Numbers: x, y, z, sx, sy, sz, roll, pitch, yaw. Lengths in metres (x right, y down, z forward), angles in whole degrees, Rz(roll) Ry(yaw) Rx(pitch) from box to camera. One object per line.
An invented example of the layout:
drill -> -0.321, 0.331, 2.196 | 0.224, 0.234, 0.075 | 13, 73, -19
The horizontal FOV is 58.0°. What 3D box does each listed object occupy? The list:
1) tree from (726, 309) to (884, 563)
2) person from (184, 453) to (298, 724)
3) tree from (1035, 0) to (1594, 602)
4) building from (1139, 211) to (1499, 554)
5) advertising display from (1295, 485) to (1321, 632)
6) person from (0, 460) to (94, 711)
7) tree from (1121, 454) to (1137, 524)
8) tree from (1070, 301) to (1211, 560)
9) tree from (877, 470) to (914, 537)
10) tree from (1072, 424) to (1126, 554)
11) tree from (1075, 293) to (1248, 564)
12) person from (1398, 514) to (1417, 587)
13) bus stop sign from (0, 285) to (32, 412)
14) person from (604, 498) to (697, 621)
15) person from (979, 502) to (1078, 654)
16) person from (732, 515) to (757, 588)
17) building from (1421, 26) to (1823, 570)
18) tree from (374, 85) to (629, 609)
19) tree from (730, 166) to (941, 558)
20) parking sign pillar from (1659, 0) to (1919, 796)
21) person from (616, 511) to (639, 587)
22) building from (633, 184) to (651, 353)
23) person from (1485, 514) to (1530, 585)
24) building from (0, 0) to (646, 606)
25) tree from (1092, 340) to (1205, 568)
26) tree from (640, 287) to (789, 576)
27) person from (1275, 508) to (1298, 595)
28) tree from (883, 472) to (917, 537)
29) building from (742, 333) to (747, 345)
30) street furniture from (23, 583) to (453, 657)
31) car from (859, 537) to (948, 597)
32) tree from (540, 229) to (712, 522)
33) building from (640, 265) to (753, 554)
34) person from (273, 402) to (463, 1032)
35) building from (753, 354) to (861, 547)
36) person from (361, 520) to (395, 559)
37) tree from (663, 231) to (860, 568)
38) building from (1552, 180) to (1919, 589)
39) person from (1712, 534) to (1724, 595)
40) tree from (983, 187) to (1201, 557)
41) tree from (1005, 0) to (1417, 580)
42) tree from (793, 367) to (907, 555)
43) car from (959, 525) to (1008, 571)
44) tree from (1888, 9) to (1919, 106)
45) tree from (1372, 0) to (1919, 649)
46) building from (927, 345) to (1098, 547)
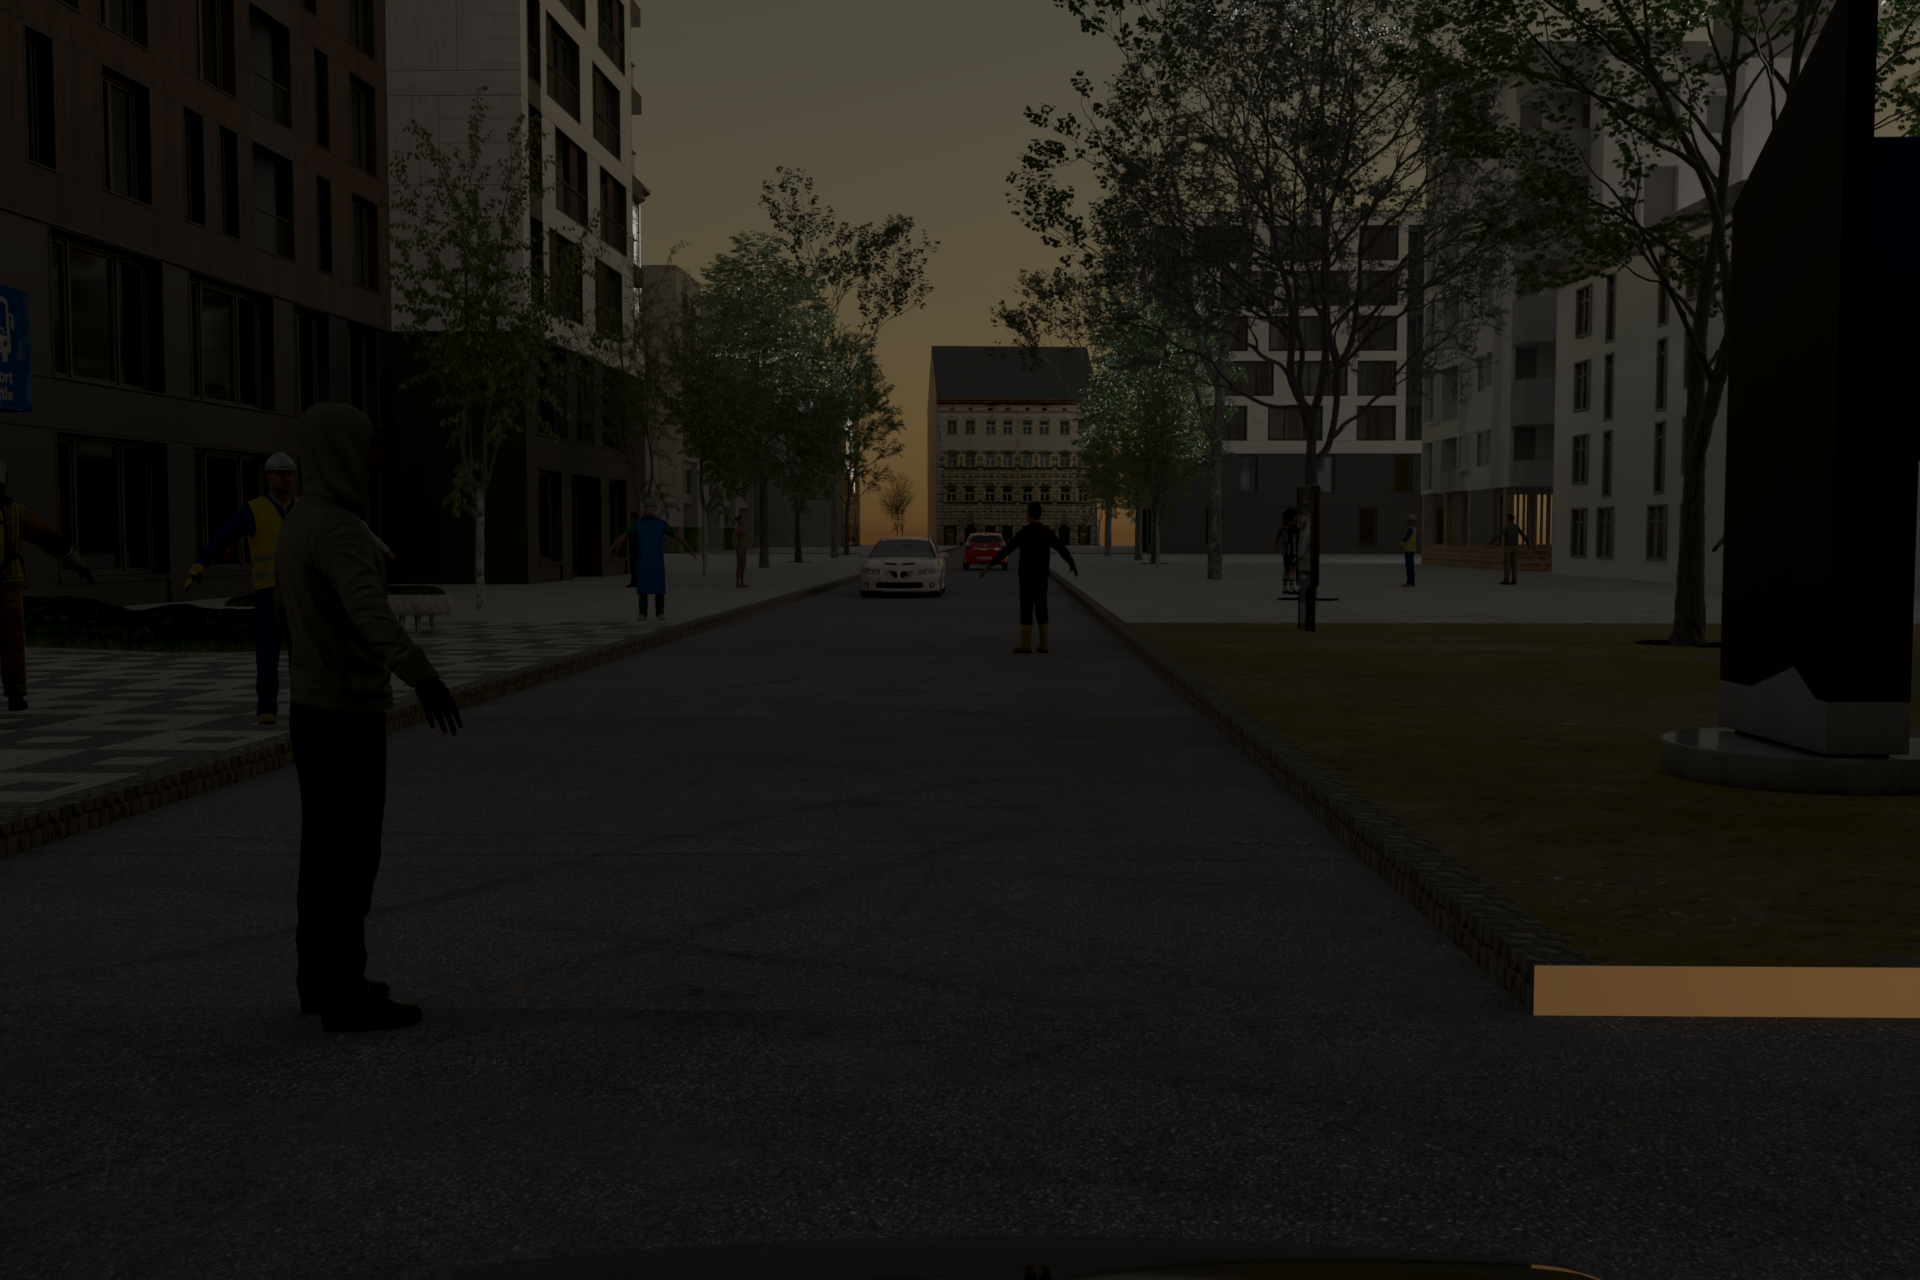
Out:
tree -> -7.212, -9.297, 77.756 | 9.928, 11.665, 9.643 | 0, 3, 0
person -> -4.608, -0.357, 11.811 | 1.349, 1.833, 0.705 | -3, 5, -41
tree -> 6.840, -7.511, 33.181 | 12.009, 13.543, 11.850 | 0, 3, 0
building -> 26.775, -17.259, 126.163 | 27.936, 21.610, 32.646 | 0, 4, 1
advertising display -> 4.628, -1.092, 23.075 | 0.123, 1.923, 0.974 | 0, 4, 0
person -> -7.014, -0.415, 12.550 | 1.354, 1.858, 0.705 | -2, 4, -34
tree -> 22.694, -17.842, 198.376 | 9.857, 13.997, 8.962 | 0, 3, 0
tree -> 8.977, -10.163, 84.298 | 7.486, 12.596, 7.792 | 0, 3, 0
tree -> -6.938, -15.138, 197.874 | 4.360, 8.622, 3.978 | 0, 3, 0
tree -> 8.925, -9.802, 110.628 | 4.737, 8.622, 4.395 | 0, 3, 0
tree -> 8.403, -9.039, 73.536 | 9.928, 11.665, 9.643 | 0, 3, 0
person -> 10.900, -2.189, 42.256 | 0.721, 1.772, 1.216 | 2, 4, 29
bus stop sign -> -6.709, -1.366, 11.345 | 0.837, 3.901, 0.837 | 0, 4, 1
person -> -4.595, -1.199, 25.737 | 1.347, 1.817, 0.704 | -1, 4, -8
person -> 0.874, -0.750, 20.861 | 1.346, 1.812, 0.704 | -2, 4, -27
person -> -5.182, -2.125, 41.542 | 0.721, 1.733, 1.217 | 1, 4, 17
building -> 24.424, -13.125, 71.015 | 16.016, 20.090, 11.380 | 0, 4, 1
tree -> -8.058, -4.844, 29.570 | 4.737, 8.622, 4.395 | 0, 3, 0
tree -> -8.161, -14.436, 91.910 | 12.611, 20.169, 13.585 | 0, 3, 0
parking sign pillar -> 4.492, -1.260, 9.074 | 1.447, 3.967, 1.447 | 0, 4, 2
person -> -7.876, -2.200, 41.899 | 0.705, 1.837, 1.347 | 1, 4, 20
building -> -23.684, -14.498, 67.967 | 19.493, 23.208, 18.063 | 0, 4, 2
person -> 13.923, -2.299, 43.864 | 1.348, 1.796, 0.705 | -1, 4, -21
building -> -24.963, -12.094, 41.717 | 27.936, 21.610, 32.646 | 0, 4, 2
tree -> 7.277, -6.999, 64.792 | 4.737, 8.622, 4.395 | 0, 3, 0
tree -> -7.494, -6.236, 52.326 | 4.737, 8.622, 4.395 | 0, 3, 0
person -> 7.047, -1.878, 36.856 | 0.704, 1.843, 1.345 | -2, 4, -24
tree -> -6.540, -15.496, 203.715 | 4.360, 8.622, 3.978 | 0, 3, 0
building -> -24.858, -17.994, 150.626 | 16.016, 20.090, 11.380 | 0, 4, 1
street furniture -> -11.287, -0.339, 21.175 | 10.072, 0.657, 5.734 | 1, 4, 12
car -> -1.299, -1.740, 40.803 | 2.083, 1.381, 4.827 | 0, 4, 1
tree -> -7.462, -5.572, 41.460 | 4.360, 8.622, 3.978 | 0, 3, 0
building -> -26.381, -16.122, 130.052 | 16.747, 18.905, 31.486 | 0, 4, 2
person -> -1.801, 0.213, 5.108 | 0.705, 1.813, 1.348 | -2, 4, -35
building -> -20.309, -21.117, 176.187 | 19.493, 23.208, 18.063 | 0, 4, 2
person -> -9.185, -1.232, 26.329 | 1.347, 1.806, 0.705 | 2, 4, 24
tree -> -7.862, -9.030, 65.774 | 7.486, 12.596, 7.792 | 0, 3, 0
building -> 23.035, -6.060, 41.228 | 9.099, 9.664, 28.070 | 0, 4, 1
person -> 16.004, -1.841, 35.875 | 0.705, 1.856, 1.354 | 0, 4, -2
tree -> 7.621, -14.758, 97.187 | 12.611, 20.169, 13.585 | 0, 3, 0
tree -> 7.146, -11.869, 49.941 | 12.611, 20.169, 13.585 | 0, 3, 0
tree -> -6.830, -11.012, 105.804 | 9.928, 11.665, 9.643 | 0, 3, 0
car -> 1.024, -3.690, 69.376 | 2.155, 1.783, 4.494 | 0, 4, 1
tree -> 8.573, -3.789, 12.310 | 4.360, 8.622, 3.978 | 0, 3, 0
tree -> 8.546, -5.735, 19.517 | 9.928, 11.665, 9.643 | 0, 3, 0
building -> 5.728, -22.509, 201.408 | 18.063, 23.208, 19.493 | 0, 4, -4
